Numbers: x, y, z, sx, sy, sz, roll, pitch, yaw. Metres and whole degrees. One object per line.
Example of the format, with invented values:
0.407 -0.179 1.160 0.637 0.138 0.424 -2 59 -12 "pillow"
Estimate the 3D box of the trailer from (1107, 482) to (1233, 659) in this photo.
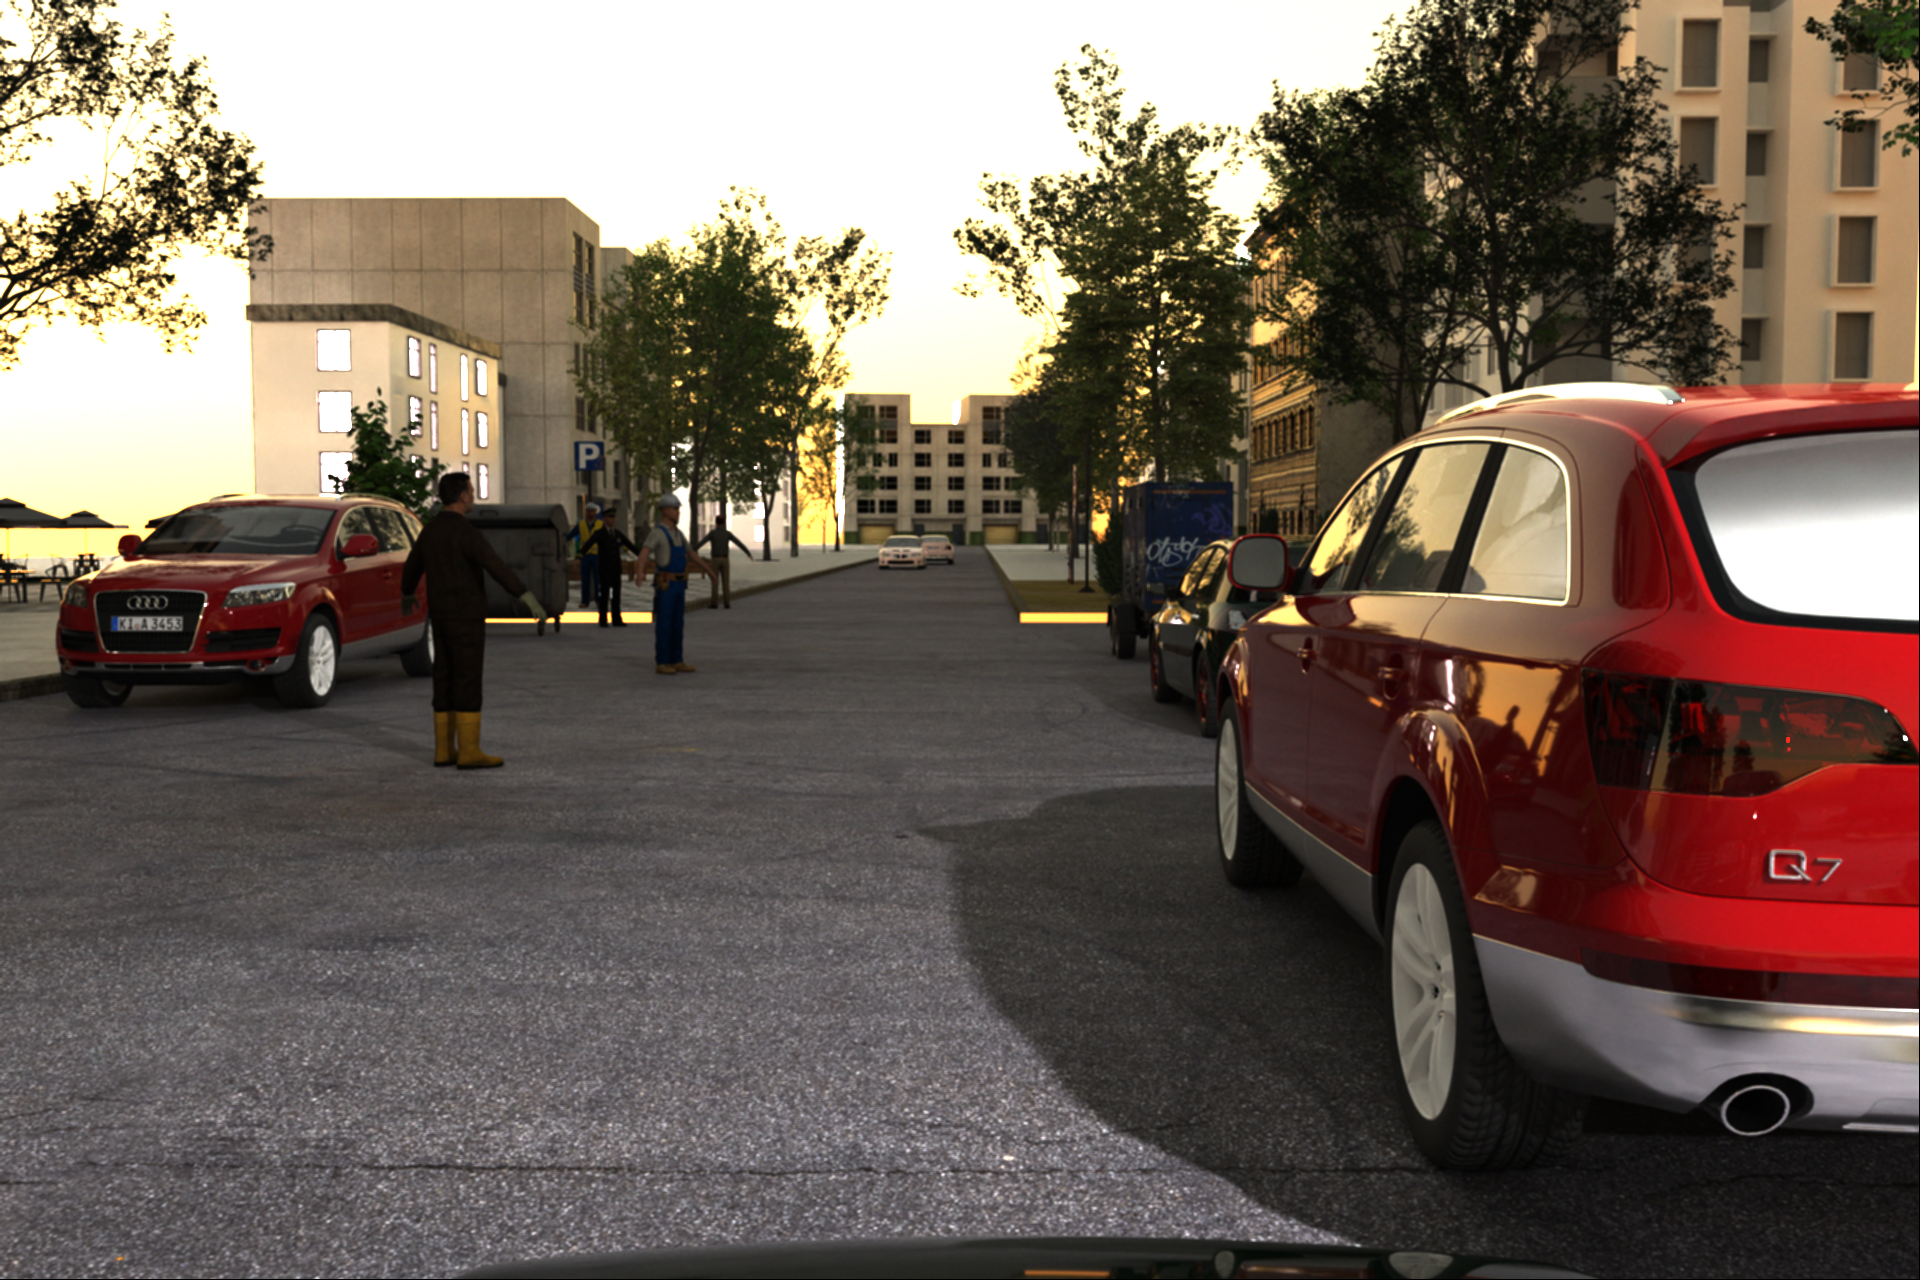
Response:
2.504 -0.845 20.870 1.471 1.999 3.904 0 3 0 "trailer"

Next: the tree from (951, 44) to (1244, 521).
5.153 -13.098 70.034 12.611 20.169 13.585 0 3 0 "tree"

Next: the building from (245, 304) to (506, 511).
-24.976 -8.275 77.448 9.099 9.664 28.070 0 4 1 "building"

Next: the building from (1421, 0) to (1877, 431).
22.661 -12.716 64.321 16.016 20.090 11.380 0 4 0 "building"

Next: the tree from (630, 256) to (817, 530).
-9.798 -9.366 71.260 7.486 12.596 7.792 0 3 0 "tree"

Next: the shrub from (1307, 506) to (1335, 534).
9.976 -2.563 46.328 1.690 2.028 1.600 0 3 0 "shrub"

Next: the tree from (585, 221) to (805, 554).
-8.787 -8.058 57.503 9.928 11.665 9.643 0 3 0 "tree"

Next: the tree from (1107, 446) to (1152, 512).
23.267 -18.841 218.421 12.009 13.543 11.850 0 3 0 "tree"

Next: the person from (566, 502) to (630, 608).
-6.430 -1.482 30.197 1.349 1.833 0.705 0 4 -3 "person"

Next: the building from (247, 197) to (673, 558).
-28.881 -14.712 107.006 16.747 18.905 31.486 0 4 1 "building"

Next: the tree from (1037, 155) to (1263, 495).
5.845 -8.228 52.655 7.486 12.596 7.792 0 3 0 "tree"

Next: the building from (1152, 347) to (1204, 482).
24.138 -19.202 170.374 16.016 20.090 11.380 0 4 1 "building"

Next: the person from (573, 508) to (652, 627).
-5.400 -1.125 26.781 1.347 1.837 0.705 -3 5 -40 "person"

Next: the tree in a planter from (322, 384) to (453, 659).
-6.997 -1.444 20.824 1.991 3.239 1.994 0 4 1 "tree in a planter"

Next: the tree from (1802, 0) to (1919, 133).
23.929 -11.125 37.786 12.611 20.169 13.585 0 3 0 "tree"

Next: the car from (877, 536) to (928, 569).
-2.346 -3.629 71.699 2.083 1.381 4.827 0 4 1 "car"

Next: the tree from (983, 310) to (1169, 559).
6.255 -11.059 91.186 12.009 13.543 11.850 0 3 0 "tree"

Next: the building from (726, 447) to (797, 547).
-21.462 -14.564 180.270 9.099 9.664 28.070 0 3 0 "building"

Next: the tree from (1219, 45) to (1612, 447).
9.608 -6.810 37.100 9.928 11.665 9.643 0 3 0 "tree"

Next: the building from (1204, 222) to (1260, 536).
25.295 -14.671 106.325 16.747 18.905 31.486 0 4 1 "building"

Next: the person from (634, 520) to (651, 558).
-12.126 -3.693 66.512 0.705 1.813 1.348 3 5 43 "person"

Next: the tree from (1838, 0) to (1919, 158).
8.163 -5.160 10.123 9.928 11.665 9.643 0 3 0 "tree"

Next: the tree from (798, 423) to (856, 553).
-9.137 -10.099 115.473 4.360 8.622 3.978 0 3 0 "tree"

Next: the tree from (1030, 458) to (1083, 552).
7.030 -10.619 123.983 4.737 8.622 4.395 0 3 0 "tree"

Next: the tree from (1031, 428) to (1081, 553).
6.391 -10.271 118.299 4.737 8.622 4.395 0 3 0 "tree"

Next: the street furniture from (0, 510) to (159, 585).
-29.373 -2.418 44.568 27.439 1.986 14.083 0 4 0 "street furniture"

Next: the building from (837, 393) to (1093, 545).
0.158 -21.800 225.339 31.486 18.905 16.747 0 4 -7 "building"

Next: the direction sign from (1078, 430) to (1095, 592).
2.804 -2.824 38.177 0.379 3.537 0.876 0 4 0 "direction sign"

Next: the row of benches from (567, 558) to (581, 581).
-9.448 -1.667 42.716 1.422 0.672 4.104 -1 4 -13 "row of benches"

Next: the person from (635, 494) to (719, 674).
-2.965 -0.584 17.858 0.705 1.847 1.347 2 4 27 "person"

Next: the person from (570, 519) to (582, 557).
-13.344 -3.352 60.937 1.347 1.817 0.704 3 5 39 "person"

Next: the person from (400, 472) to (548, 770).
-3.060 -0.125 10.643 1.346 1.812 0.704 3 4 37 "person"

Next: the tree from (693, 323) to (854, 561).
-9.148 -9.606 82.809 9.928 11.665 9.643 0 3 0 "tree"

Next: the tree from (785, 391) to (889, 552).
-9.008 -12.279 126.518 9.928 11.665 9.643 0 3 0 "tree"

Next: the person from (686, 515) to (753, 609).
-4.632 -1.507 33.374 1.348 1.796 0.705 -1 4 -20 "person"

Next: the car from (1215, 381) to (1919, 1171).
2.071 0.198 5.433 2.281 1.827 5.304 0 4 1 "car"

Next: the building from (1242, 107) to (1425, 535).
24.299 -15.300 81.076 19.493 23.208 18.063 0 4 0 "building"

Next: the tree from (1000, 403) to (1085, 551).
6.907 -12.591 131.625 9.928 11.665 9.643 0 3 0 "tree"

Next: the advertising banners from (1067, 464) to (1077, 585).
2.865 -2.943 44.305 0.090 3.025 2.074 0 4 0 "advertising banners"

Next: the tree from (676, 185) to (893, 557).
-10.782 -14.724 96.632 12.611 20.169 13.585 0 3 0 "tree"

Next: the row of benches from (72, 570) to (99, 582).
-13.723 -0.887 29.962 4.104 0.672 1.422 2 4 27 "row of benches"

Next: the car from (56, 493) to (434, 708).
-6.270 -0.445 15.955 2.281 1.827 5.304 0 4 0 "car"

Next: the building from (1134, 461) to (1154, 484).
25.257 -15.354 193.189 9.099 9.664 28.070 0 4 1 "building"

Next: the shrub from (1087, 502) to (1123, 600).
3.378 -1.826 33.904 1.661 2.075 1.752 0 3 0 "shrub"

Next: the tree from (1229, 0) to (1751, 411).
8.332 -5.627 26.416 7.601 10.594 8.767 3 4 38 "tree"

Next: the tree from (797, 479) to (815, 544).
-20.704 -16.610 221.942 4.737 8.622 4.395 0 3 0 "tree"

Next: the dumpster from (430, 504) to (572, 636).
-6.583 -1.010 24.731 1.865 1.857 1.264 0 4 1 "dumpster"

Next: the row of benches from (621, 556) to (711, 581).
-8.440 -1.992 48.024 1.422 0.672 4.104 3 5 45 "row of benches"

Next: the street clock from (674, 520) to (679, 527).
-7.399 -2.457 44.743 0.358 2.002 0.471 0 4 1 "street clock"

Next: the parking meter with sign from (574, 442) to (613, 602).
-6.972 -2.279 33.522 0.543 3.016 1.738 0 4 1 "parking meter with sign"

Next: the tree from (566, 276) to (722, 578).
-9.347 -6.108 50.228 4.737 8.622 4.395 0 3 0 "tree"

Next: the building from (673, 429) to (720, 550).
-25.401 -12.823 151.797 9.099 9.664 28.070 0 4 1 "building"

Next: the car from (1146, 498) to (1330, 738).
2.526 -0.232 13.578 2.009 1.686 4.222 0 4 -1 "car"

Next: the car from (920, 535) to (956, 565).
-1.239 -4.279 82.329 2.083 1.381 4.827 0 4 -1 "car"

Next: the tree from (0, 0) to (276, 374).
-12.824 -5.375 22.301 8.767 10.594 7.601 0 4 -3 "tree"

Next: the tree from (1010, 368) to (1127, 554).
6.571 -11.706 109.528 7.486 12.596 7.792 0 3 0 "tree"
